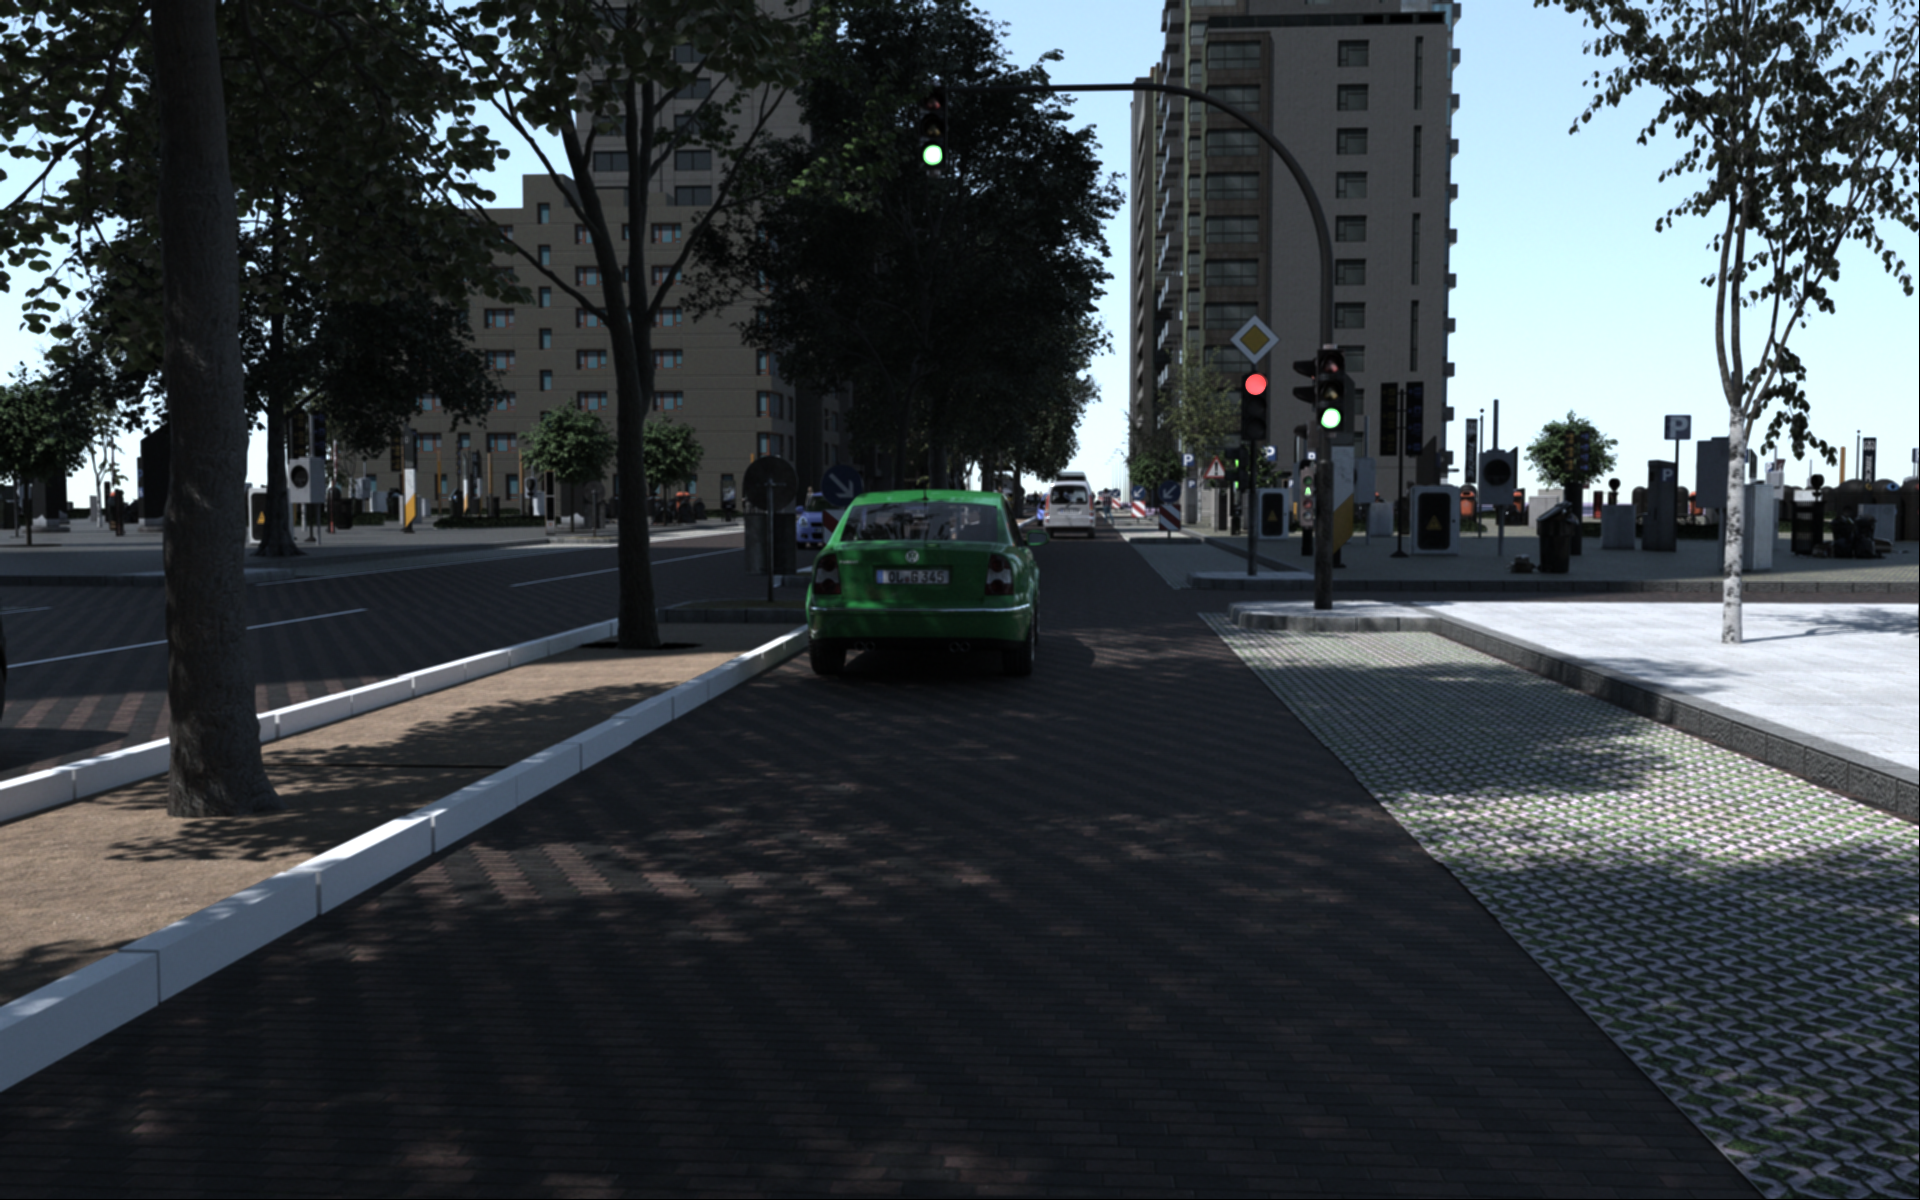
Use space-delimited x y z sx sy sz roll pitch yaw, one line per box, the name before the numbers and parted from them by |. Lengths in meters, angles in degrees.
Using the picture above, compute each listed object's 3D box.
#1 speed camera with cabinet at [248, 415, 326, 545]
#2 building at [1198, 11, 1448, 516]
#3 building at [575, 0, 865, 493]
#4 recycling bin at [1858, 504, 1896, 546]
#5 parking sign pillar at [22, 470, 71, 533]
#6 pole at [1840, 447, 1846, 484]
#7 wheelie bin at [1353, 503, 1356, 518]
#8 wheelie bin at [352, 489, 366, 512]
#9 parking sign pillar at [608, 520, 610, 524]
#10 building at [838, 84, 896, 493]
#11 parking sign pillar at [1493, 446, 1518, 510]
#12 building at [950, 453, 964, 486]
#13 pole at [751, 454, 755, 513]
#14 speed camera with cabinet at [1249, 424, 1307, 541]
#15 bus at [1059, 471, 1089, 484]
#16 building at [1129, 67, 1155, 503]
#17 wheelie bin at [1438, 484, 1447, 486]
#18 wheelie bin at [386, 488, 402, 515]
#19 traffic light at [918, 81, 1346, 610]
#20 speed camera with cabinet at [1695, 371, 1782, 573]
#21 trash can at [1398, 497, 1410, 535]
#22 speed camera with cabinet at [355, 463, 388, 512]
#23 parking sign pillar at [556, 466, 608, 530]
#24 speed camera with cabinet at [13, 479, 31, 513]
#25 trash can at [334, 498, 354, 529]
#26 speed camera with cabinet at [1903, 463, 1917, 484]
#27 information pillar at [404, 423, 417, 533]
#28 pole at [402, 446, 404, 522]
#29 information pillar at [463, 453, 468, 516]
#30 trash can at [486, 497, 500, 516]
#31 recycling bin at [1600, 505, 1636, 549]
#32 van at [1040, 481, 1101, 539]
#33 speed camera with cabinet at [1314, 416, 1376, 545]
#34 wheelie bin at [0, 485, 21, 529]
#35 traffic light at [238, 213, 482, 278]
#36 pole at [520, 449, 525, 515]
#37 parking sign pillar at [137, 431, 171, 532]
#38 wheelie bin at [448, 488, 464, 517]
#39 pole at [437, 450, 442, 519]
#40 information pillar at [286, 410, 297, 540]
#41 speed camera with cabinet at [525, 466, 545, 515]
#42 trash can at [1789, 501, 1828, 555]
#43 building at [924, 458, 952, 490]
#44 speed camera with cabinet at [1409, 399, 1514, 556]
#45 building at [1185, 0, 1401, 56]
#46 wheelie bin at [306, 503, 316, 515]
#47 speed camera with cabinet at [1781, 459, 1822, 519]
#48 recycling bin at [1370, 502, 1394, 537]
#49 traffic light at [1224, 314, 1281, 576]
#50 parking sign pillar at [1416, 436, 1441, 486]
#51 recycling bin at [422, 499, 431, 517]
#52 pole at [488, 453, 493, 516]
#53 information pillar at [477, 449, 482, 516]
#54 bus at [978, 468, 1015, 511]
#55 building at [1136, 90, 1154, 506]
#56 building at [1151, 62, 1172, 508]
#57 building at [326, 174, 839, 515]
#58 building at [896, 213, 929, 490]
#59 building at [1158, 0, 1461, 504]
speed camera with cabinet | -16.960 -3.013 43.593 2.038 3.252 0.660 1 4 23
building | 21.939 -20.590 108.346 14.160 30.474 14.107 0 4 4
building | -18.676 -43.065 142.364 20.563 71.187 20.611 0 4 4
recycling bin | 22.837 -1.873 43.173 0.722 1.027 0.722 1 4 17
parking sign pillar | -30.658 -4.252 57.993 1.447 3.967 1.447 3 5 44
pole | 37.993 -4.940 74.609 0.158 3.312 0.155 0 3 0
wheelie bin | 18.080 -4.467 80.939 0.980 1.594 0.693 -1 4 -12
wheelie bin | -34.923 -5.651 100.298 0.693 1.594 0.980 3 4 39
parking sign pillar | -15.777 -5.252 74.336 1.447 3.967 1.447 0 4 4
building | -13.563 -29.214 161.244 14.154 41.232 14.086 0 4 4
parking sign pillar | 30.728 -6.674 97.588 1.447 3.967 1.447 -1 4 -18
building | -6.857 -29.602 255.689 14.160 30.474 14.107 0 4 4
pole | -10.470 -5.736 87.621 0.158 3.312 0.155 0 3 0
speed camera with cabinet | 9.089 -3.298 48.260 2.038 3.252 0.660 -1 4 -18
bus | 9.451 -9.284 146.654 2.948 3.499 13.247 0 4 4
building | 34.615 -43.024 245.445 21.231 58.520 28.212 0 4 4
wheelie bin | 15.334 -2.882 55.025 0.693 1.594 0.980 3 4 38
wheelie bin | -29.623 -5.067 90.746 0.980 1.594 0.693 2 4 31
traffic light | 1.935 -2.726 19.238 4.771 5.953 1.251 0 4 4
speed camera with cabinet | 12.822 -2.098 28.633 0.660 3.252 2.038 3 5 44
trash can | 14.107 -2.615 54.412 0.748 1.137 0.748 0 3 0
speed camera with cabinet | -33.536 -6.389 98.792 0.660 3.252 2.038 2 4 27
parking sign pillar | -13.935 -4.550 62.871 1.447 3.967 1.447 3 4 39
speed camera with cabinet | -44.846 -5.378 82.271 2.038 3.252 0.660 3 5 41
trash can | -22.541 -3.161 63.329 0.748 1.137 0.748 0 3 0
speed camera with cabinet | 49.831 -5.918 91.101 0.660 3.252 2.038 1 4 19
information pillar | -18.069 -4.009 56.909 0.504 3.616 0.183 2 4 32
pole | -23.116 -4.793 72.204 0.158 3.312 0.155 0 3 0
information pillar | -28.230 -6.578 98.909 0.183 3.616 0.504 -3 4 -37
trash can | -23.856 -4.702 88.539 0.748 1.137 0.748 0 3 0
recycling bin | 15.464 -1.722 40.706 0.722 1.027 0.722 1 4 17
van | 3.602 -3.031 56.569 2.013 2.044 4.112 0 4 5
speed camera with cabinet | 9.875 -3.066 44.467 0.660 3.252 2.038 -1 4 -19
wheelie bin | -34.878 -3.387 63.287 0.693 1.594 0.980 2 4 26
traffic light | -10.189 -3.277 28.254 4.771 5.953 1.251 0 4 4
pole | -19.871 -5.186 78.633 0.158 3.312 0.155 0 3 0
parking sign pillar | -27.341 -4.320 59.106 1.447 3.967 1.447 3 4 38
wheelie bin | -25.683 -4.920 88.350 0.693 1.594 0.980 -2 4 -30
pole | -24.090 -5.280 80.164 0.158 3.312 0.155 0 3 0
information pillar | -18.769 -3.502 48.615 0.183 3.616 0.504 0 4 -4
speed camera with cabinet | -23.976 -6.339 97.974 0.660 3.252 2.038 1 4 15
trash can | 17.812 -1.513 36.395 0.748 1.137 0.748 0 3 0
building | -15.972 -23.817 234.448 27.650 21.520 28.899 0 4 4
speed camera with cabinet | 10.480 -2.560 36.185 2.038 3.252 0.660 1 4 11
building | 22.795 -26.839 122.406 14.154 41.232 14.086 0 4 4
wheelie bin | -29.045 -4.251 77.414 0.980 1.594 0.693 -1 4 -22
speed camera with cabinet | 33.716 -4.632 70.072 2.038 3.252 0.660 1 4 23
recycling bin | 12.713 -2.435 52.371 0.722 1.027 0.722 1 4 20
traffic light | 4.588 -2.341 27.199 0.839 4.253 0.868 0 4 4
parking sign pillar | 21.912 -5.663 81.059 1.447 3.967 1.447 -1 4 -22
recycling bin | -29.996 -5.142 96.632 0.722 1.027 0.722 1 4 10
pole | -23.433 -5.667 86.506 0.158 3.312 0.155 0 3 0
information pillar | -25.068 -6.057 90.382 0.183 3.616 0.504 0 4 2
bus | 3.061 -8.839 136.059 2.896 3.916 12.252 0 4 2
building | 31.196 -35.059 196.921 21.300 48.544 21.600 0 4 4
building | 25.591 -29.588 167.358 14.154 41.232 14.086 0 4 4
building | -24.075 -16.766 119.167 27.650 21.520 28.899 0 4 4
building | -14.613 -33.603 204.039 22.147 44.769 28.867 0 4 4
building | 28.163 -32.113 144.655 23.786 49.044 30.456 0 4 4
